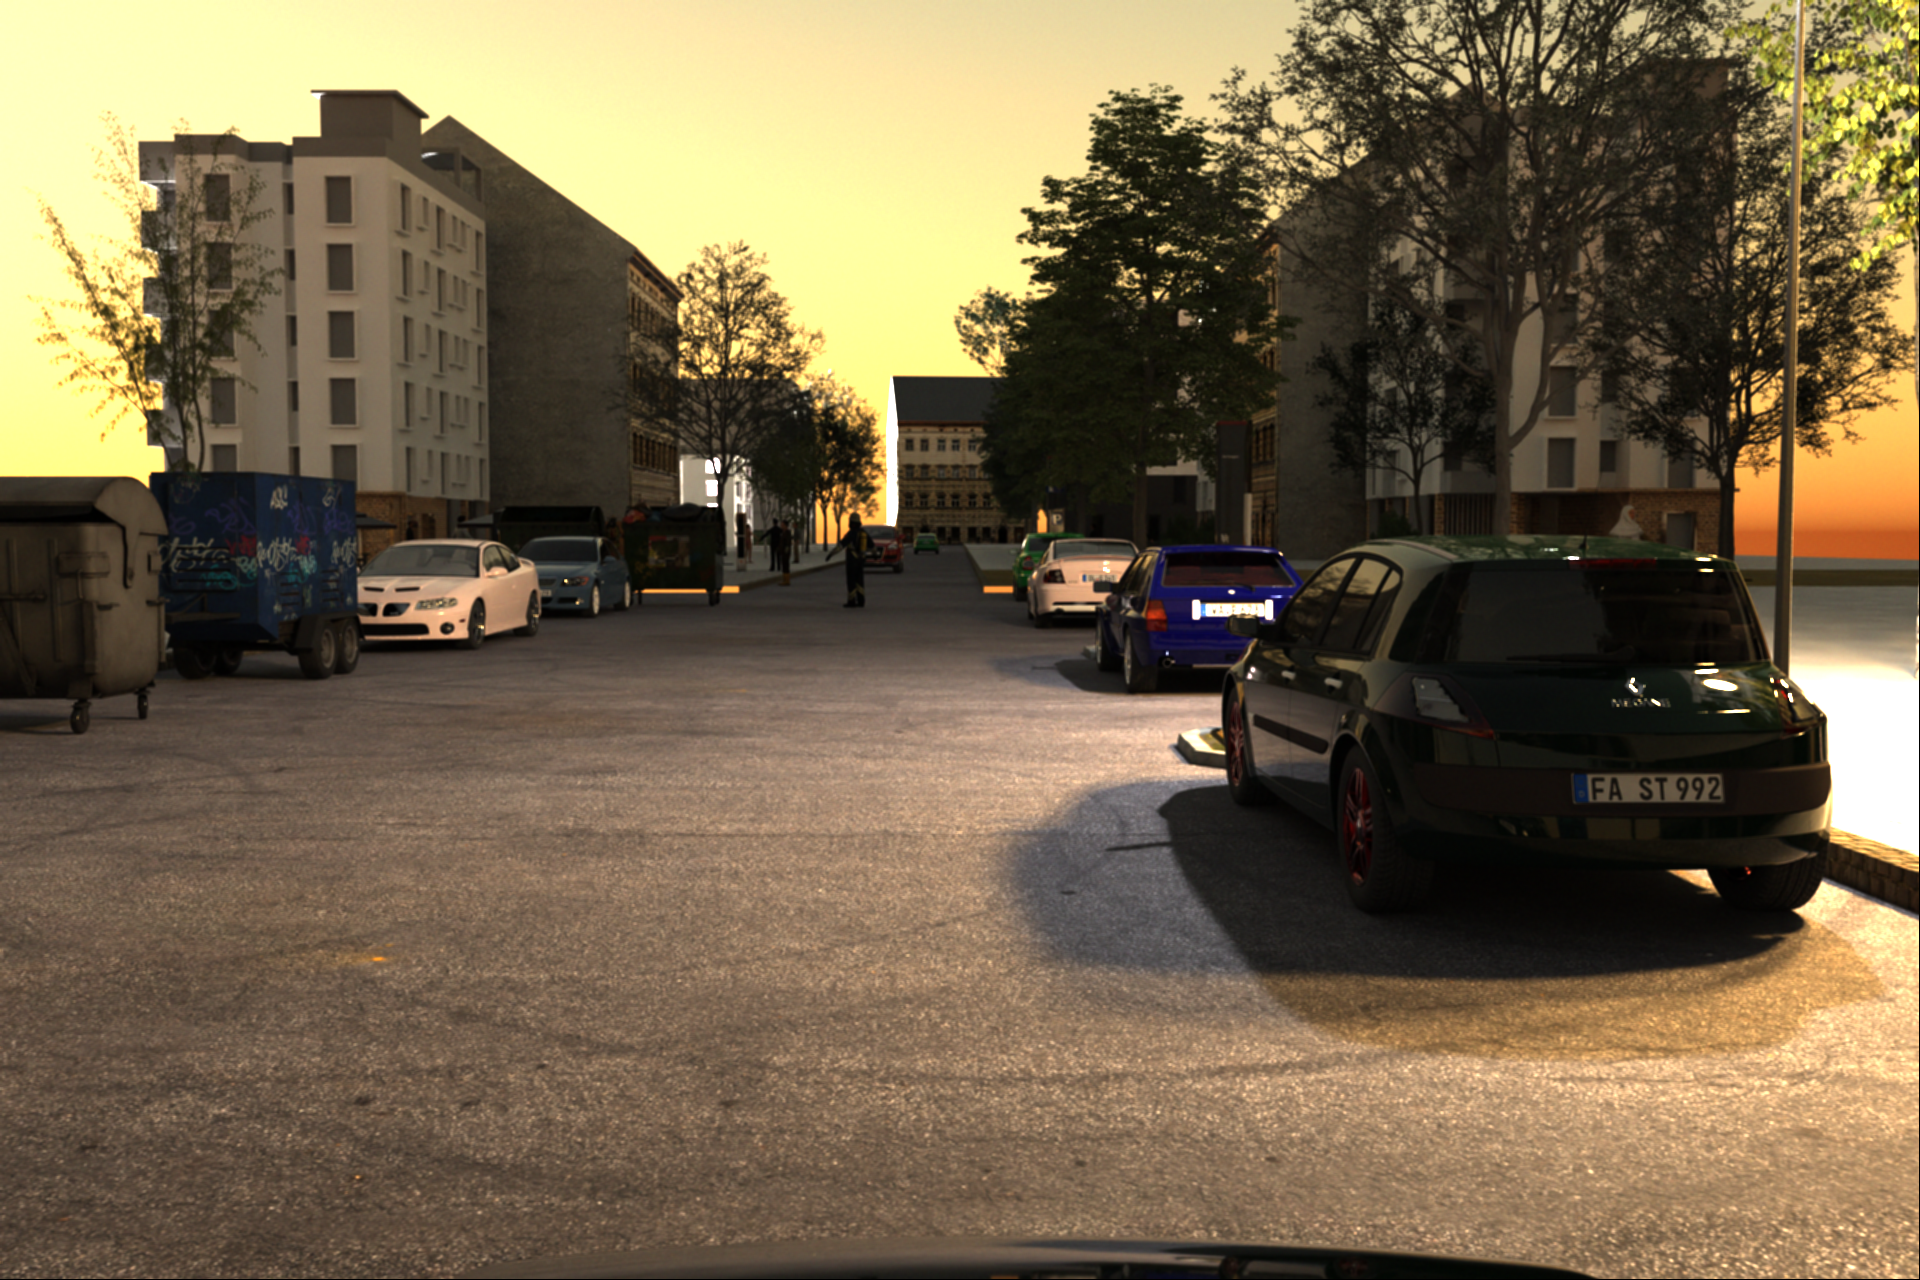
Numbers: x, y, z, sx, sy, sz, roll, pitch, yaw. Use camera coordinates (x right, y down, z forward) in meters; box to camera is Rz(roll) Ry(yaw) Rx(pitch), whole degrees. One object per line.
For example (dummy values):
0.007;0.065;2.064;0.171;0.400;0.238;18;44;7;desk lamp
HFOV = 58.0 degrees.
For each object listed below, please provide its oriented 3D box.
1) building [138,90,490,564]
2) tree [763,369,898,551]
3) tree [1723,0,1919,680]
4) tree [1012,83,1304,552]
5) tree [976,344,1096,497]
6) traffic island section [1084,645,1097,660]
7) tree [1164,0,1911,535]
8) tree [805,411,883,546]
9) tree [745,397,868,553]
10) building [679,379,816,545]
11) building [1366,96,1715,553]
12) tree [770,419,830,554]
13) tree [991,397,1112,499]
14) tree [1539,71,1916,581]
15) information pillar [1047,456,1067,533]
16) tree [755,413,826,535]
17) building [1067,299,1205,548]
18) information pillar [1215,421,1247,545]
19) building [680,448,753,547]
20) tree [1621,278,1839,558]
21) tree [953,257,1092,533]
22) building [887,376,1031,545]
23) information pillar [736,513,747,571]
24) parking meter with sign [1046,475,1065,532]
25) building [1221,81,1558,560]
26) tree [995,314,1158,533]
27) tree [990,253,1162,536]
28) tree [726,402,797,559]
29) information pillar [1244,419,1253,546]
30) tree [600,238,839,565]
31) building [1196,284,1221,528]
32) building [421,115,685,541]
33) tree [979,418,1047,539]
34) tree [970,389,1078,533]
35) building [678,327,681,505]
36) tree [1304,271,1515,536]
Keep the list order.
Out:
-29.024;-13.385;75.271;16.016;20.090;11.380;0;4;0;building
-10.026;-13.339;128.468;12.009;13.543;11.850;0;3;0;tree
8.659;-3.944;14.839;4.737;8.622;4.395;0;3;0;tree
5.030;-7.720;44.355;7.486;12.596;7.792;0;3;0;tree
5.722;-11.920;105.267;12.009;13.543;11.850;0;3;0;tree
2.472;0.155;20.326;1.991;0.108;1.994;0;4;-1;traffic island section
8.383;-7.079;26.104;12.009;13.543;11.850;0;3;0;tree
-10.180;-13.369;144.334;9.928;11.665;9.643;0;3;0;tree
-10.393;-11.160;116.885;8.767;10.594;7.601;0;4;-2;tree
-27.455;-21.182;212.785;16.747;18.905;31.486;0;4;0;building
24.537;-13.746;81.175;16.016;20.090;11.380;0;3;0;building
-10.248;-9.778;110.239;4.737;8.622;4.395;0;3;0;tree
5.525;-9.766;94.089;8.767;10.594;7.601;2;4;34;tree
20.972;-8.361;47.079;12.009;13.543;11.850;0;3;0;tree
3.230;-4.182;57.755;0.750;3.857;0.750;0;4;-1;information pillar
-10.241;-9.240;101.430;4.737;8.622;4.395;0;3;0;tree
22.315;-19.760;167.058;27.936;21.610;32.646;0;4;0;building
6.243;-3.093;39.955;0.750;3.857;0.750;0;4;0;information pillar
-26.327;-14.742;183.177;9.099;9.664;28.070;0;4;1;building
26.333;-7.619;58.990;7.601;10.594;8.767;-1;4;-18;tree
6.404;-16.012;117.691;12.611;20.169;13.585;0;3;0;tree
-0.427;-24.860;239.844;18.063;23.208;19.493;0;4;-6;building
-7.549;-3.386;59.852;0.304;2.012;0.304;0;4;1;information pillar
2.760;-3.273;49.775;0.543;3.016;1.738;0;4;1;parking meter with sign
24.808;-16.069;93.656;19.493;23.208;18.063;0;4;0;building
5.537;-9.550;81.891;9.928;11.665;9.643;0;3;0;tree
4.695;-9.314;70.405;7.486;12.596;7.792;0;3;0;tree
-10.174;-8.597;90.922;4.360;8.622;3.978;0;3;0;tree
5.904;-2.701;35.520;0.183;3.616;0.504;0;4;0;information pillar
-9.947;-9.879;71.894;12.009;13.543;11.850;0;3;0;tree
22.538;-16.513;126.404;16.016;20.090;11.380;0;4;0;building
-26.932;-16.487;100.484;19.493;23.208;18.063;0;4;-1;building
5.495;-13.709;142.263;7.486;12.596;7.792;0;3;0;tree
5.505;-13.716;130.918;9.857;13.997;8.962;0;3;0;tree
-30.130;-17.644;119.406;19.493;23.208;18.063;0;4;-1;building
16.148;-7.774;61.523;7.601;10.594;8.767;2;4;31;tree
